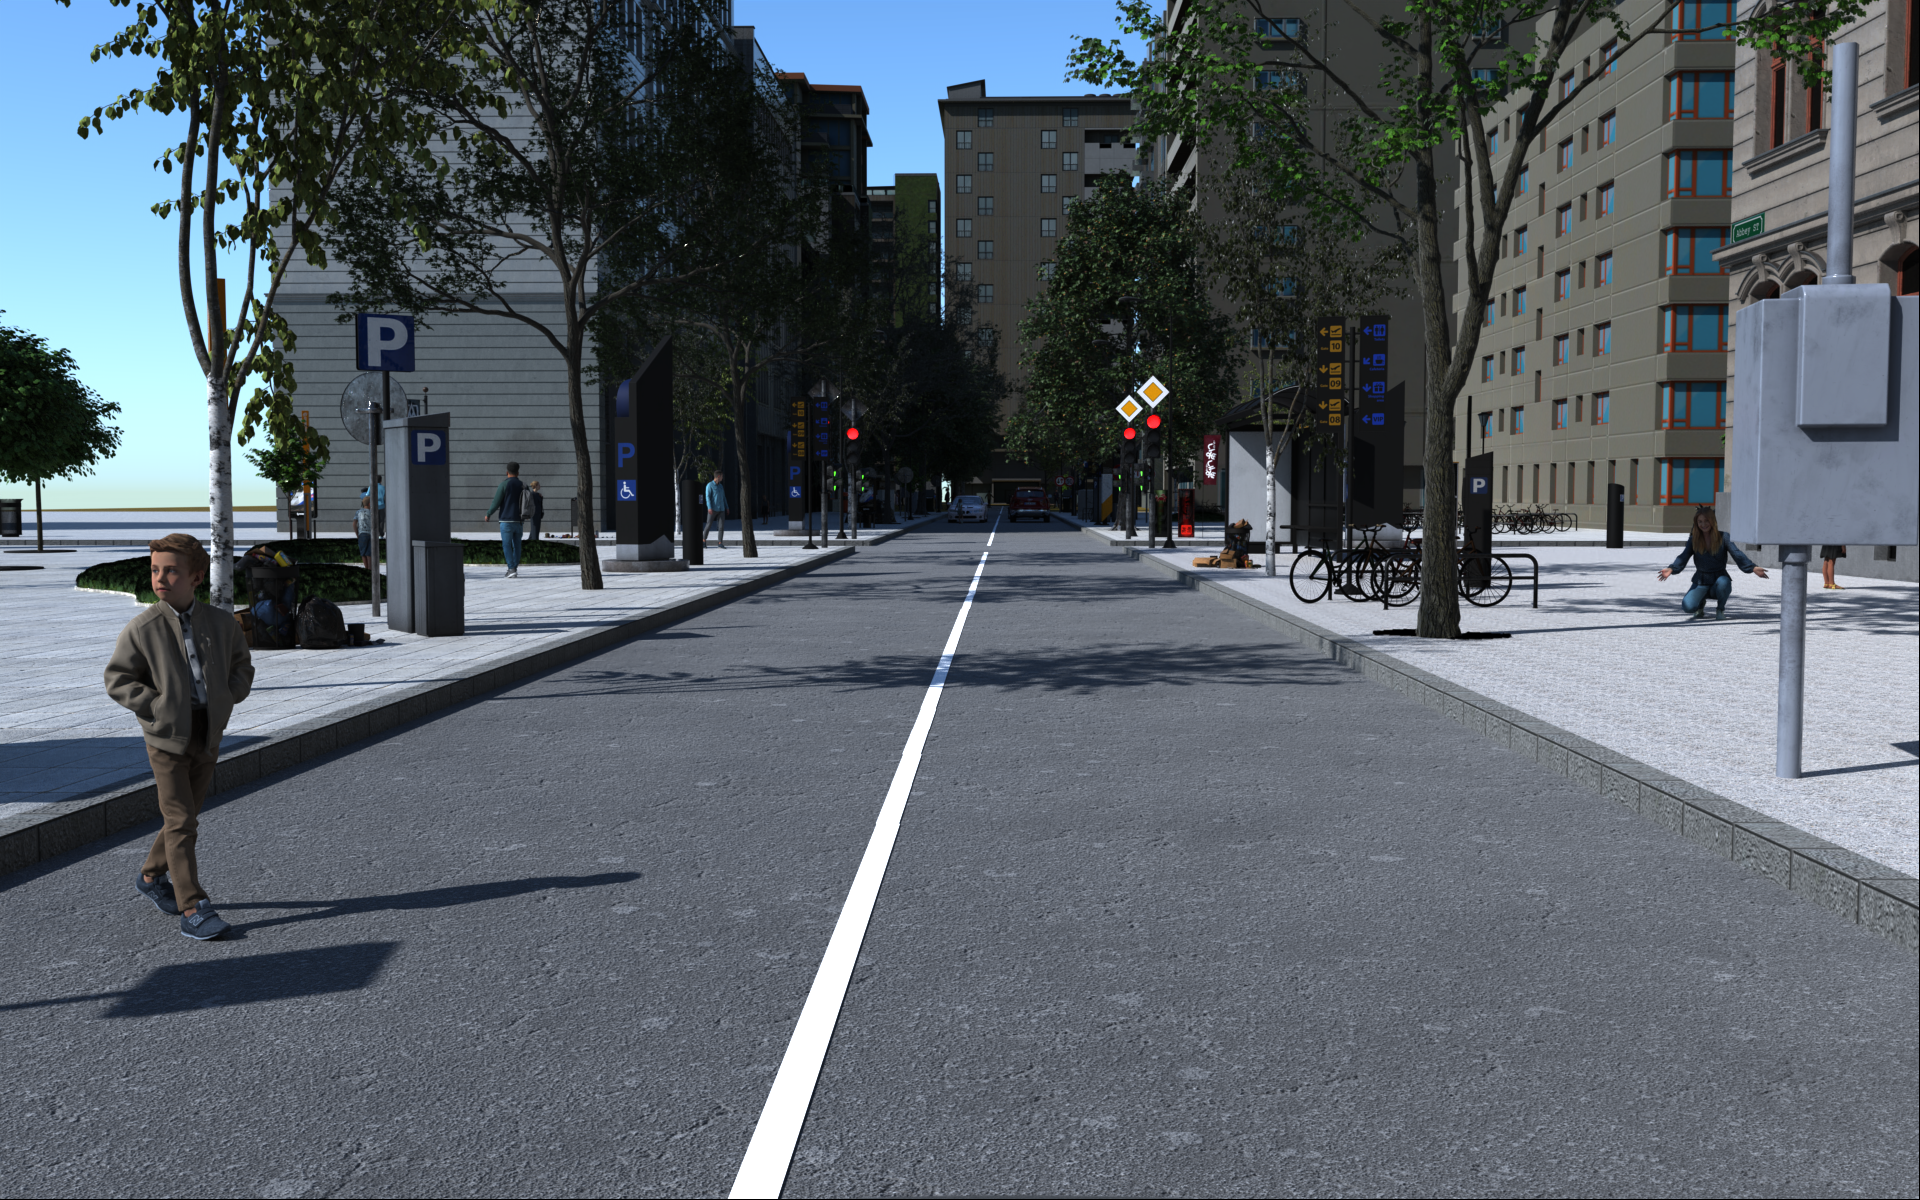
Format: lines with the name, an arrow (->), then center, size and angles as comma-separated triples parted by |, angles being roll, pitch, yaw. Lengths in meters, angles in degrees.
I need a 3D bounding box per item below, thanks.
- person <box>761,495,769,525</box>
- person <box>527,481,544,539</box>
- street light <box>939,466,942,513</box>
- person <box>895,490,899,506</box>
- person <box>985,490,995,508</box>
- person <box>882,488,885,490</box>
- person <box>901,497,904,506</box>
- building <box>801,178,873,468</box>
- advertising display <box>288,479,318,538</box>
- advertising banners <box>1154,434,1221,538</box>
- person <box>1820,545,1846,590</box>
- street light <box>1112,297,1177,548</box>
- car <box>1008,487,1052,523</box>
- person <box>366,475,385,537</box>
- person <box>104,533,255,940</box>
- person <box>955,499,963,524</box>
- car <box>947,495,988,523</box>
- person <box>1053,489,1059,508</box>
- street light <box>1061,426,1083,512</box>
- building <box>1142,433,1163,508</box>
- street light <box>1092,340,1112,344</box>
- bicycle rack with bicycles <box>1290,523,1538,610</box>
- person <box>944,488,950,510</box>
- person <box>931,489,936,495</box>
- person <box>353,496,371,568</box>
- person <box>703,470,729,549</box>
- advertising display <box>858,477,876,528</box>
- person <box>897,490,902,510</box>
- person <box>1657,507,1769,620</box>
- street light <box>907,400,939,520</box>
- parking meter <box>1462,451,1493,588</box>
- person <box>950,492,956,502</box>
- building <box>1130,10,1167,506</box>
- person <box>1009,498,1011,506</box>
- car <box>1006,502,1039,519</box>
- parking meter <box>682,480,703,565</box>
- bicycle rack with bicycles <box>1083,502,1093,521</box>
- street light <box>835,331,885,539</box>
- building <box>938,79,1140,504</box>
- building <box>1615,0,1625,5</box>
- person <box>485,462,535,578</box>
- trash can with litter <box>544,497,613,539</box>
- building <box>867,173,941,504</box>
person -> -8.198, -3.802, 72.877 | 0.362, 1.253, 0.373 | 2, 4, 23
person -> -11.112, -2.214, 45.128 | 0.534, 1.772, 0.576 | -1, 4, -11
street light -> -0.919, -9.037, 120.289 | 1.470, 5.913, 1.316 | 0, 4, 2
person -> -6.673, -10.865, 184.357 | 0.621, 1.740, 0.551 | 1, 4, 13
person -> 3.076, -10.546, 181.021 | 1.348, 1.812, 0.705 | 3, 5, 42
person -> -5.635, -7.449, 128.555 | 1.217, 1.743, 0.721 | 1, 4, 21
person -> -6.093, -10.816, 182.508 | 0.705, 1.869, 1.348 | 1, 4, 20
building -> -15.625, -23.808, 160.955 | 14.160, 30.474, 14.107 | 0, 4, 2
advertising display -> -18.824, -2.714, 49.587 | 0.974, 1.923, 0.123 | 1, 4, 21
advertising banners -> 6.652, -3.356, 51.064 | 2.074, 3.025, 0.090 | 1, 4, 16
person -> 11.772, -0.771, 23.316 | 0.373, 1.253, 0.362 | 0, 4, 1
street light -> 4.426, -4.181, 40.897 | 1.470, 5.913, 1.316 | 0, 4, 2
car -> 3.576, -4.882, 88.497 | 2.281, 1.827, 5.304 | 0, 4, 2
person -> -16.663, -2.655, 49.478 | 0.660, 1.820, 0.620 | -1, 4, -20
person -> -2.572, 0.429, 5.759 | 0.640, 1.303, 0.475 | 2, 4, 34
person -> -0.052, -4.243, 82.894 | 0.505, 1.210, 0.382 | 2, 4, 24
car -> 0.411, -4.600, 87.571 | 2.083, 1.381, 4.827 | 0, 4, 3
person -> 8.771, -9.229, 157.853 | 0.541, 1.710, 0.530 | 3, 4, 36
street light -> 5.688, -7.077, 88.252 | 1.470, 5.913, 1.316 | 0, 4, 2
building -> 27.769, -50.851, 144.081 | 22.319, 86.520, 31.000 | 0, 4, 2
street light -> 4.677, -4.877, 52.282 | 1.470, 5.913, 1.316 | 0, 4, 2
bicycle rack with bicycles -> 5.293, -0.422, 20.282 | 2.925, 0.926, 2.852 | 0, 4, -7
person -> -1.031, -8.080, 138.697 | 0.434, 1.755, 0.990 | -1, 4, -9
person -> -2.917, -10.696, 180.879 | 1.348, 1.831, 0.705 | 0, 4, 8
person -> -9.270, -0.996, 27.003 | 0.332, 1.250, 0.352 | 1, 4, 15
person -> -5.734, -2.123, 40.614 | 0.638, 1.841, 0.748 | -3, 4, -38
advertising display -> -3.520, -3.693, 65.590 | 0.123, 1.923, 0.974 | -3, 5, -41
person -> -4.769, -7.878, 136.319 | 0.415, 1.643, 0.593 | 0, 4, 2
person -> 7.742, -0.377, 17.708 | 1.012, 1.151, 0.738 | 2, 4, 33
street light -> -1.898, -6.898, 85.325 | 1.470, 5.913, 1.316 | 0, 4, 2
parking meter -> 7.093, -1.105, 23.777 | 0.399, 1.863, 0.255 | 1, 4, 14
person -> -0.563, -8.826, 153.614 | 1.065, 1.426, 0.557 | 2, 4, 34
building -> 28.912, -34.023, 175.876 | 23.786, 49.044, 30.456 | 0, 4, 2
person -> 4.476, -8.282, 147.095 | 0.799, 1.438, 0.628 | 1, 4, 22
car -> 3.632, -5.286, 99.006 | 1.945, 1.354, 3.894 | 0, 3, 0
parking meter -> -4.836, -1.402, 31.340 | 0.372, 1.533, 0.369 | 0, 3, 0
bicycle rack with bicycles -> 7.189, -4.228, 82.517 | 2.852, 0.926, 2.925 | 2, 4, 27
street light -> -2.843, -4.698, 49.347 | 1.470, 5.913, 1.316 | 0, 4, 2
building -> 11.384, -39.119, 228.830 | 27.495, 52.752, 28.713 | 0, 4, 2
building -> 70.401, -38.948, 178.802 | 28.212, 58.520, 21.231 | 0, 4, 2
person -> -6.879, -1.238, 26.628 | 0.721, 1.781, 0.623 | 2, 4, 35
trash can with litter -> -11.427, -2.419, 50.612 | 2.233, 1.210, 1.678 | 1, 4, 12
building -> -9.572, -33.017, 223.414 | 14.086, 41.232, 14.154 | 0, 4, 2
